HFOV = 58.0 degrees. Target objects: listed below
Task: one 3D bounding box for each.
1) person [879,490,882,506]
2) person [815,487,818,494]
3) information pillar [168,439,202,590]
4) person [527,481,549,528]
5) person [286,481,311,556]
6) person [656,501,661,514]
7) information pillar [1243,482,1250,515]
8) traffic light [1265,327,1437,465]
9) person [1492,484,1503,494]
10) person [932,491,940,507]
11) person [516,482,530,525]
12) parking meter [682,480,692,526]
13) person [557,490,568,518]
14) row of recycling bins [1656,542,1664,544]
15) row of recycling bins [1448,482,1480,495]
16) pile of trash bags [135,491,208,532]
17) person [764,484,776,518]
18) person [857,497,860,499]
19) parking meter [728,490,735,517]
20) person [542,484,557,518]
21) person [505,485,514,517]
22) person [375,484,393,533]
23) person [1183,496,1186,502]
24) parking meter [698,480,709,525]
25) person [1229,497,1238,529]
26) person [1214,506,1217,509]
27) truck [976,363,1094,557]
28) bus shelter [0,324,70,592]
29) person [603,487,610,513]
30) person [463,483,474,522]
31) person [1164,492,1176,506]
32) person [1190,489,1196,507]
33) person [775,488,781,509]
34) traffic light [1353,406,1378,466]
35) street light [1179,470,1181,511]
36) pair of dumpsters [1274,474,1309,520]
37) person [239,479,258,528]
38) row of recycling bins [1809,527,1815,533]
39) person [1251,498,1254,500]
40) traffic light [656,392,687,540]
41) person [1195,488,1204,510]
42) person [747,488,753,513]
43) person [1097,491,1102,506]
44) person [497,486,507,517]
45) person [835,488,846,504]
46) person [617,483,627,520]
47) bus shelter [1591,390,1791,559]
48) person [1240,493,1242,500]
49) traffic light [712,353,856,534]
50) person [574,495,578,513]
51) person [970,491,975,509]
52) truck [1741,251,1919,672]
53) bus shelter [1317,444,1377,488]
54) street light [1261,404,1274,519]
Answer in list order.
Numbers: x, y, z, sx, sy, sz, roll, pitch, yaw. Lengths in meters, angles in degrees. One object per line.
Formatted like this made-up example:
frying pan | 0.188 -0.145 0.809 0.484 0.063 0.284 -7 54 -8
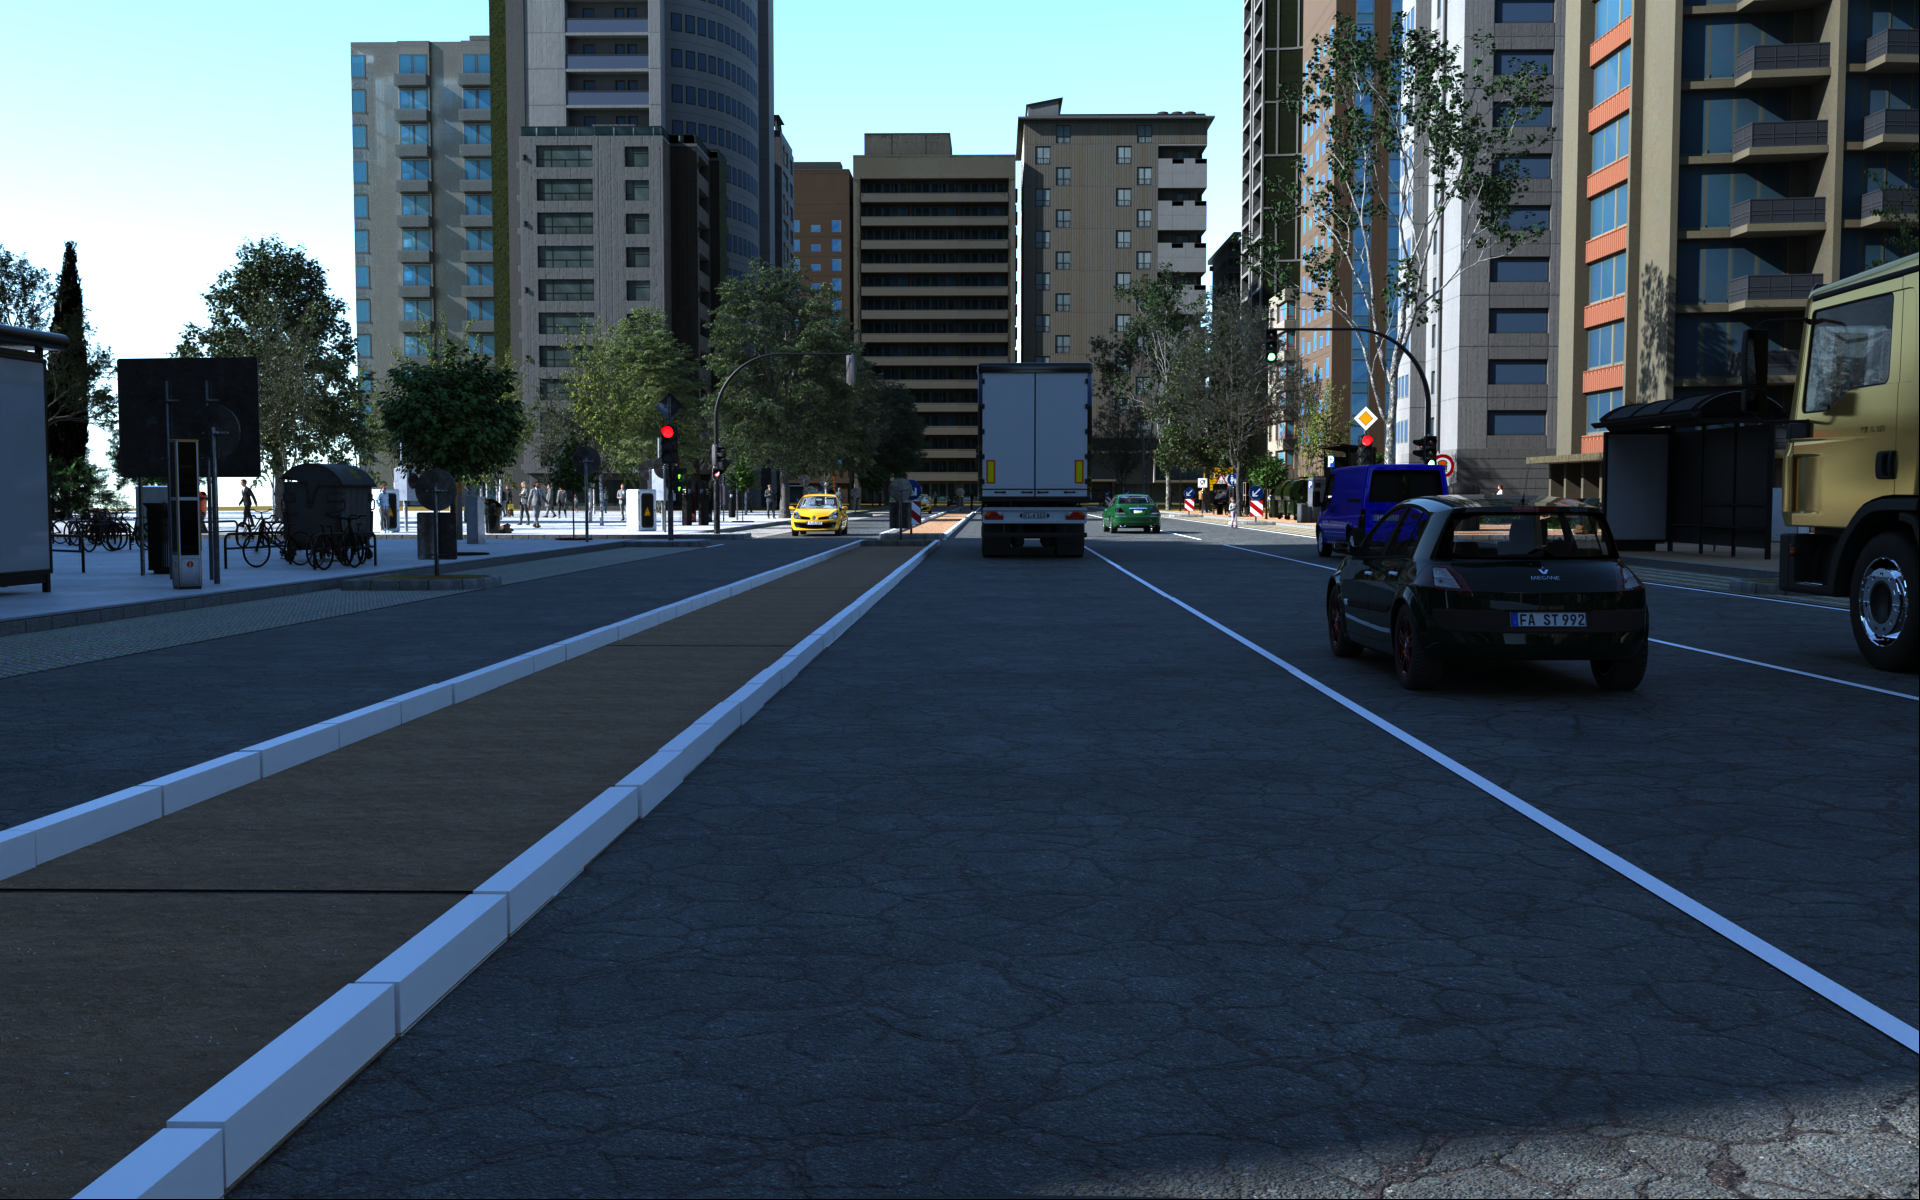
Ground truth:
person | -8.430 -10.874 184.639 0.445 1.727 0.742 -2 4 -25
person | -10.965 -7.667 131.245 0.795 1.843 0.661 1 4 19
information pillar | -10.464 -1.156 23.397 0.304 2.012 0.304 -3 5 -40
person | -16.066 -3.638 65.798 0.678 1.792 0.850 -3 5 -41
person | -13.812 -1.839 36.216 0.767 1.812 0.694 -1 4 -18
person | -19.613 -6.529 113.010 0.478 1.798 0.641 2 4 33
information pillar | 17.873 -6.333 108.035 0.304 2.012 0.304 -1 4 -18
traffic light | 10.672 -4.444 47.335 4.771 5.953 1.251 0 4 1
person | 26.353 -4.785 84.840 0.524 1.755 0.480 0 4 -5
person | -2.747 -11.469 196.741 1.217 1.736 0.721 3 5 40
person | -18.093 -4.012 71.814 0.526 1.800 0.537 -3 4 -38
parking meter | -11.153 -3.974 70.690 0.255 1.863 0.399 2 4 28
person | -20.974 -5.219 91.551 0.709 1.800 0.728 1 4 18
row of recycling bins | 18.123 -2.398 46.316 1.069 1.692 3.534 1 4 14
row of recycling bins | 17.855 -3.316 61.323 1.069 1.692 3.534 1 4 22
pile of trash bags | -25.610 -2.882 56.870 1.912 1.369 3.447 0 3 0
person | -9.926 -5.182 90.950 0.661 1.801 0.590 -2 4 -29
person | -9.897 -9.500 164.554 0.628 1.438 0.799 1 4 14
parking meter | -12.512 -5.298 95.034 0.372 1.533 0.369 0 3 0
person | -22.429 -5.407 94.546 0.767 1.812 0.694 -1 4 -12
person | -25.690 -5.662 98.839 0.699 1.804 1.509 0 4 -3
person | -18.941 -3.002 56.935 0.330 1.601 0.589 3 4 36
person | 26.943 -12.072 206.608 0.799 1.438 0.628 2 4 27
parking meter | -10.530 -4.002 71.151 0.399 1.863 0.255 2 4 29
person | 11.409 -3.623 72.011 0.425 1.301 0.394 -2 4 -35
person | 21.987 -8.711 148.490 0.705 1.821 1.348 -1 4 -13
truck | 1.735 -3.282 42.566 2.839 4.237 11.283 0 4 1
bus shelter | -12.803 -2.487 18.288 2.179 5.291 8.768 0 4 1
person | -23.698 -6.683 115.649 0.623 1.781 0.721 0 4 -4
person | -22.368 -4.446 78.916 0.466 1.800 0.511 0 4 8
person | 21.953 -10.712 181.120 1.348 1.831 0.705 1 4 13
person | 23.209 -10.182 173.074 0.990 1.755 0.434 -3 4 -38
person | -15.669 -8.767 149.523 0.705 1.807 1.348 3 4 39
traffic light | 12.930 -4.067 55.417 0.839 4.253 0.868 0 4 1
street light | 16.579 -9.625 130.153 0.468 5.910 1.993 0 4 1
pair of dumpsters | 16.848 -5.141 86.556 1.574 2.255 4.437 0 4 1
person | -27.446 -3.712 66.504 0.755 1.850 0.659 -3 5 -45
row of recycling bins | 29.583 -3.078 57.444 3.534 1.692 1.069 0 4 -7
person | 23.999 -8.237 141.266 0.434 1.755 0.990 -1 4 -16
traffic light | -7.992 -3.604 47.843 0.839 4.253 0.868 0 4 1
person | 18.907 -7.916 135.556 0.705 1.812 1.348 -3 5 -44
person | -14.617 -6.988 120.097 0.655 1.846 0.447 -2 4 -32
person | 15.508 -11.224 192.735 0.721 1.743 1.217 -1 4 -18
person | -25.073 -5.407 94.432 0.713 1.824 0.794 0 4 -2
person | -6.844 -5.539 99.232 0.590 1.801 0.661 -3 5 -40
person | -16.365 -4.765 84.157 0.606 1.804 0.583 -1 4 -12
bus shelter | 15.189 -2.596 36.366 2.014 3.302 5.546 0 4 1
person | 25.466 -9.237 157.626 0.434 1.755 0.990 2 4 23
traffic light | -5.734 -4.963 55.818 4.771 5.953 1.251 0 4 1
person | -26.601 -6.674 119.848 0.332 1.250 0.352 -1 4 -14
person | 1.179 -9.382 162.416 0.721 1.766 1.217 -1 4 -17
truck | 8.672 -0.972 11.816 3.469 3.379 9.791 0 3 0
bus shelter | 18.673 -5.658 83.789 1.731 3.624 6.357 0 4 1
street light | 15.725 -7.091 88.733 0.468 5.910 1.993 0 4 1
